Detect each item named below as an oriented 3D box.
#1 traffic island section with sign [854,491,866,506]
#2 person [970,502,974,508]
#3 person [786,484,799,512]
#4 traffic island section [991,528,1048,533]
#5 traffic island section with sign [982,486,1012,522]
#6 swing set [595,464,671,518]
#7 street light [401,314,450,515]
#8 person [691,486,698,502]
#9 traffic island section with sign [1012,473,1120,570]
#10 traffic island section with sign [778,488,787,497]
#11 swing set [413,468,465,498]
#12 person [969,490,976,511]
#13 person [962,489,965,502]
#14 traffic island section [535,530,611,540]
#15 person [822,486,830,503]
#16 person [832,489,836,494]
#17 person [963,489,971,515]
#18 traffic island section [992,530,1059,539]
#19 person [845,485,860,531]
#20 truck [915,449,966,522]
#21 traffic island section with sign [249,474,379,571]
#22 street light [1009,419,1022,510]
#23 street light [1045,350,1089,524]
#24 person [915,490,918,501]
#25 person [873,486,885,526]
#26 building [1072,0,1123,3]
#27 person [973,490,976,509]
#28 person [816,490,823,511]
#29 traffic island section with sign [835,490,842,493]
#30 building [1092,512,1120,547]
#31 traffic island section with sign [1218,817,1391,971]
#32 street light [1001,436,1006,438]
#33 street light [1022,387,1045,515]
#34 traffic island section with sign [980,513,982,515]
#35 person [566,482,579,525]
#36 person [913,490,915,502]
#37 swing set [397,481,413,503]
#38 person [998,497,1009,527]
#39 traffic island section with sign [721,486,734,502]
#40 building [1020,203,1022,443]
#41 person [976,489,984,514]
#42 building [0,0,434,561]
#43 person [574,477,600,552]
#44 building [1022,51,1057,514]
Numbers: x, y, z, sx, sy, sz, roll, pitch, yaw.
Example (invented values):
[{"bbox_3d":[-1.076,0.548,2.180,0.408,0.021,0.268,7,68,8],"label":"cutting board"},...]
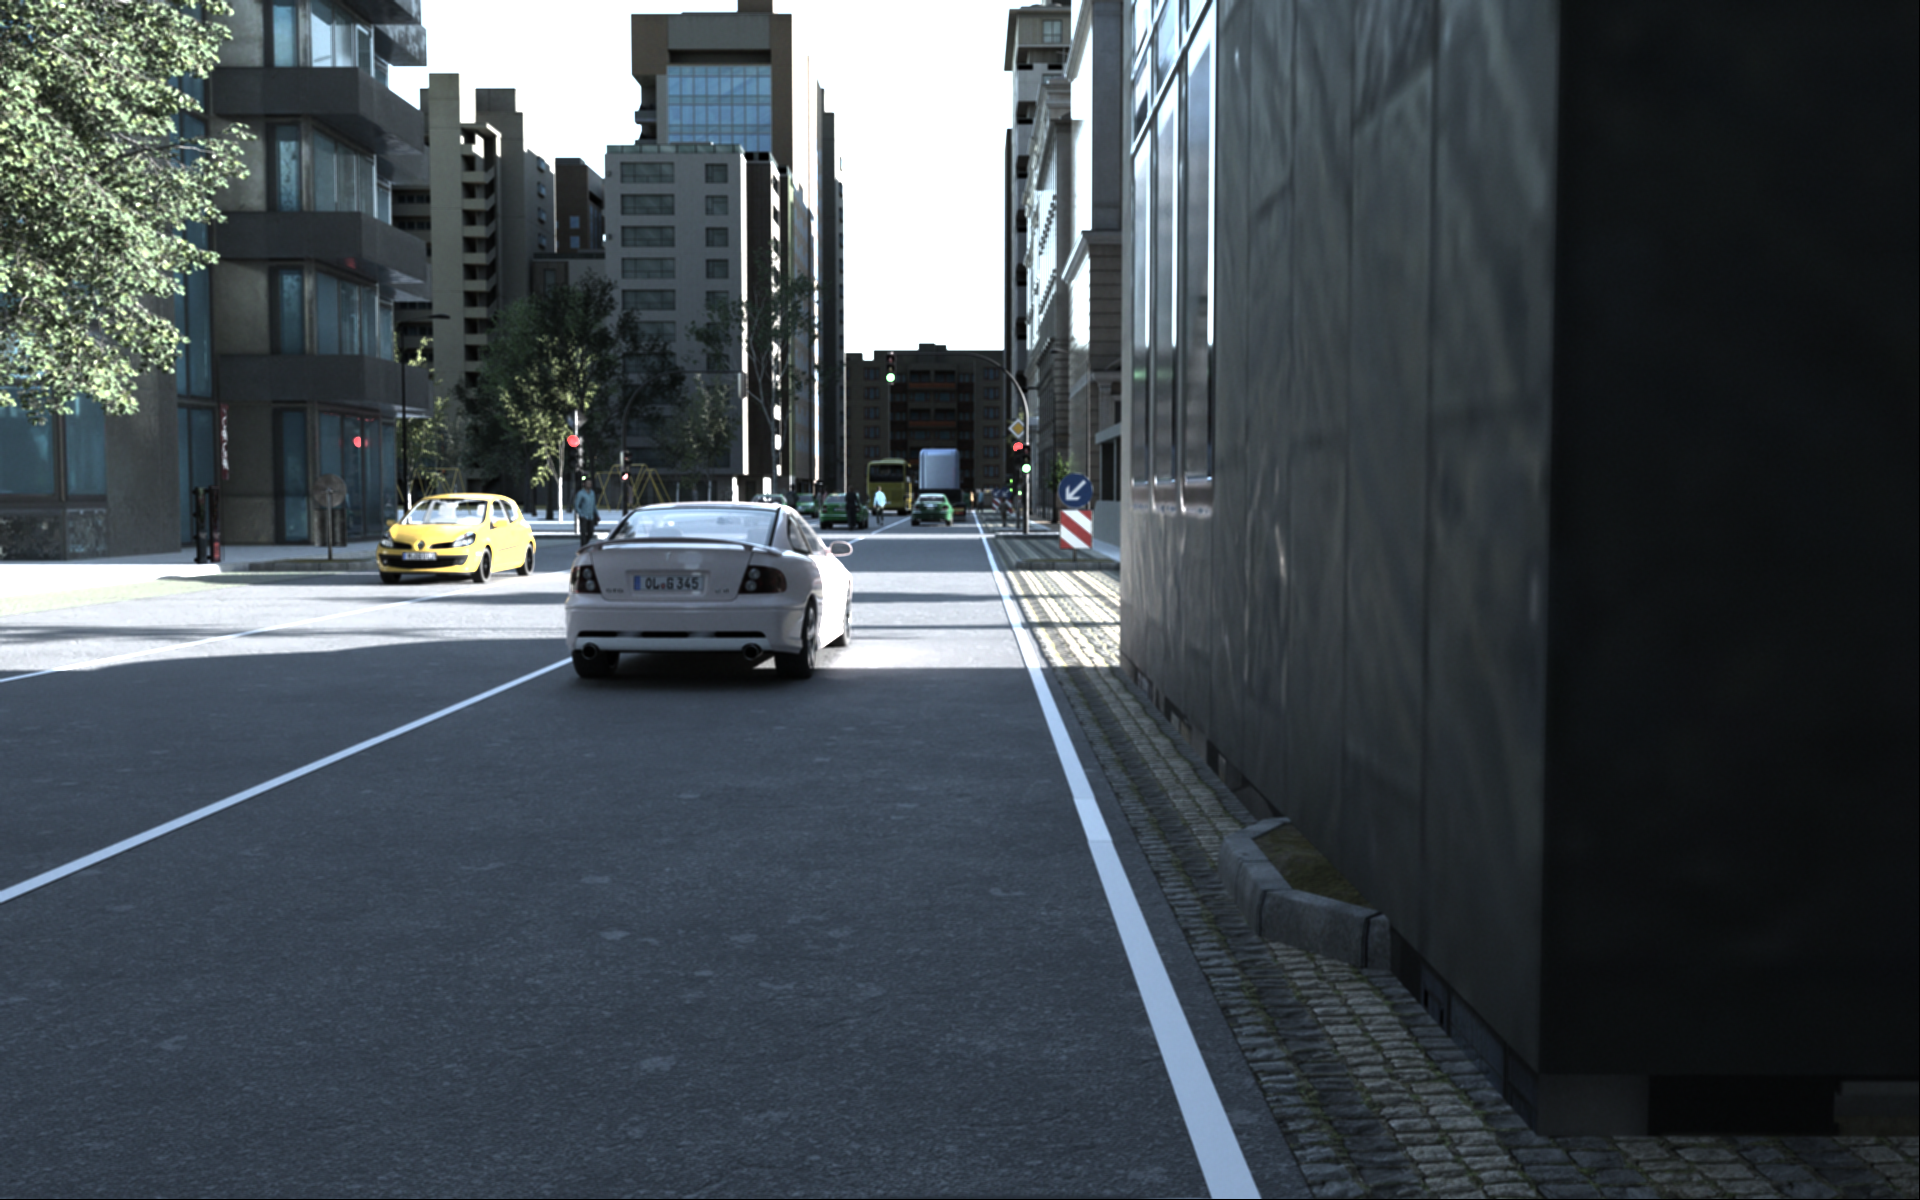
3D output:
[{"bbox_3d":[-11.552,-11.337,193.984,1.989,1.847,2.006,0,4,0],"label":"traffic island section with sign"},{"bbox_3d":[1.180,-9.895,170.828,0.990,1.755,0.434,-2,4,-26],"label":"person"},{"bbox_3d":[-6.526,-3.593,67.234,0.713,1.824,0.794,-2,4,-32],"label":"person"},{"bbox_3d":[2.167,-2.547,63.917,2.009,0.180,2.903,0,4,0],"label":"traffic island section"},{"bbox_3d":[2.268,-4.957,89.683,1.989,1.847,2.006,0,4,0],"label":"traffic island section with sign"},{"bbox_3d":[-17.396,-5.748,91.604,2.862,2.851,3.119,-3,5,-44],"label":"swing set"},{"bbox_3d":[-13.846,-4.421,44.827,1.470,5.913,1.316,0,4,0],"label":"street light"},{"bbox_3d":[-16.241,-6.126,106.380,0.728,1.800,0.709,-3,5,-43],"label":"person"},{"bbox_3d":[2.061,-1.505,33.233,1.989,1.847,2.006,0,4,0],"label":"traffic island section with sign"},{"bbox_3d":[-11.843,-6.560,115.887,1.989,1.847,2.006,0,4,0],"label":"traffic island section with sign"},{"bbox_3d":[-31.912,-6.636,106.123,3.119,2.851,2.862,1,4,14],"label":"swing set"},{"bbox_3d":[0.927,-8.612,149.408,1.348,1.812,0.705,0,3,0],"label":"person"},{"bbox_3d":[0.243,-6.918,121.712,0.391,1.810,0.635,2,4,33],"label":"person"},{"bbox_3d":[-12.405,-2.062,55.993,2.009,0.180,2.903,0,4,0],"label":"traffic island section"},{"bbox_3d":[-6.412,-4.532,82.614,0.388,1.821,0.555,0,4,4],"label":"person"},{"bbox_3d":[-10.786,-8.528,147.941,0.705,1.822,1.348,3,5,43],"label":"person"},{"bbox_3d":[0.478,-6.645,117.396,0.600,1.795,0.529,-2,4,-25],"label":"person"},{"bbox_3d":[2.136,-2.058,55.932,2.009,0.180,2.903,0,4,0],"label":"traffic island section"},{"bbox_3d":[-4.240,-3.618,68.073,0.576,1.772,0.534,-2,4,-31],"label":"person"},{"bbox_3d":[-1.096,-6.577,97.291,2.967,4.110,18.799,0,4,-1],"label":"truck"},{"bbox_3d":[-12.171,-1.490,32.990,1.989,1.847,2.006,0,4,0],"label":"traffic island section with sign"},{"bbox_3d":[3.807,-8.224,106.995,1.470,5.913,1.316,0,4,0],"label":"street light"},{"bbox_3d":[3.582,-5.092,55.800,1.470,5.913,1.316,0,4,0],"label":"street light"},{"bbox_3d":[-4.797,-10.888,186.459,0.705,1.831,1.348,2,4,23],"label":"person"},{"bbox_3d":[-3.628,-4.226,77.944,0.601,1.785,0.444,-1,4,-18],"label":"person"},{"bbox_3d":[14.430,-17.355,69.655,20.117,28.700,13.634,0,4,0],"label":"building"},{"bbox_3d":[1.399,-9.830,169.188,0.705,1.831,1.348,0,4,-2],"label":"person"},{"bbox_3d":[-11.276,-7.935,138.508,0.850,1.792,0.678,1,4,9],"label":"person"},{"bbox_3d":[-11.655,-9.653,166.454,1.989,1.847,2.006,0,4,0],"label":"traffic island section with sign"},{"bbox_3d":[19.957,-21.473,42.961,32.217,40.220,23.993,0,4,0],"label":"building"},{"bbox_3d":[1.953,0.163,5.971,1.989,1.847,2.006,0,4,0],"label":"traffic island section with sign"},{"bbox_3d":[3.961,-10.178,138.944,1.470,5.913,1.316,0,4,0],"label":"street light"},{"bbox_3d":[3.554,-6.269,75.047,1.470,5.913,1.316,0,4,0],"label":"street light"},{"bbox_3d":[2.377,-6.645,117.279,1.989,1.847,2.006,0,4,0],"label":"traffic island section with sign"},{"bbox_3d":[-16.004,-4.023,72.005,0.728,1.800,0.709,3,5,45],"label":"person"},{"bbox_3d":[-3.620,-7.335,128.626,0.583,1.804,0.606,-1,4,-19],"label":"person"},{"bbox_3d":[-31.530,-5.799,92.425,2.862,2.851,3.119,1,4,22],"label":"swing set"},{"bbox_3d":[1.864,-3.777,74.521,0.475,1.303,0.640,-1,4,-21],"label":"person"},{"bbox_3d":[-11.950,-4.912,88.932,1.989,1.847,2.006,0,4,0],"label":"traffic island section with sign"},{"bbox_3d":[11.516,-20.971,128.784,13.634,28.700,20.117,0,4,0],"label":"building"},{"bbox_3d":[1.440,-6.946,122.093,0.620,1.820,0.660,-2,4,-34],"label":"person"},{"bbox_3d":[-29.862,-25.817,41.716,30.456,49.044,23.786,0,4,0],"label":"building"},{"bbox_3d":[-8.712,-1.941,40.257,0.620,1.820,0.660,2,4,28],"label":"person"},{"bbox_3d":[11.211,-19.725,108.402,13.634,28.700,20.117,0,4,0],"label":"building"}]
